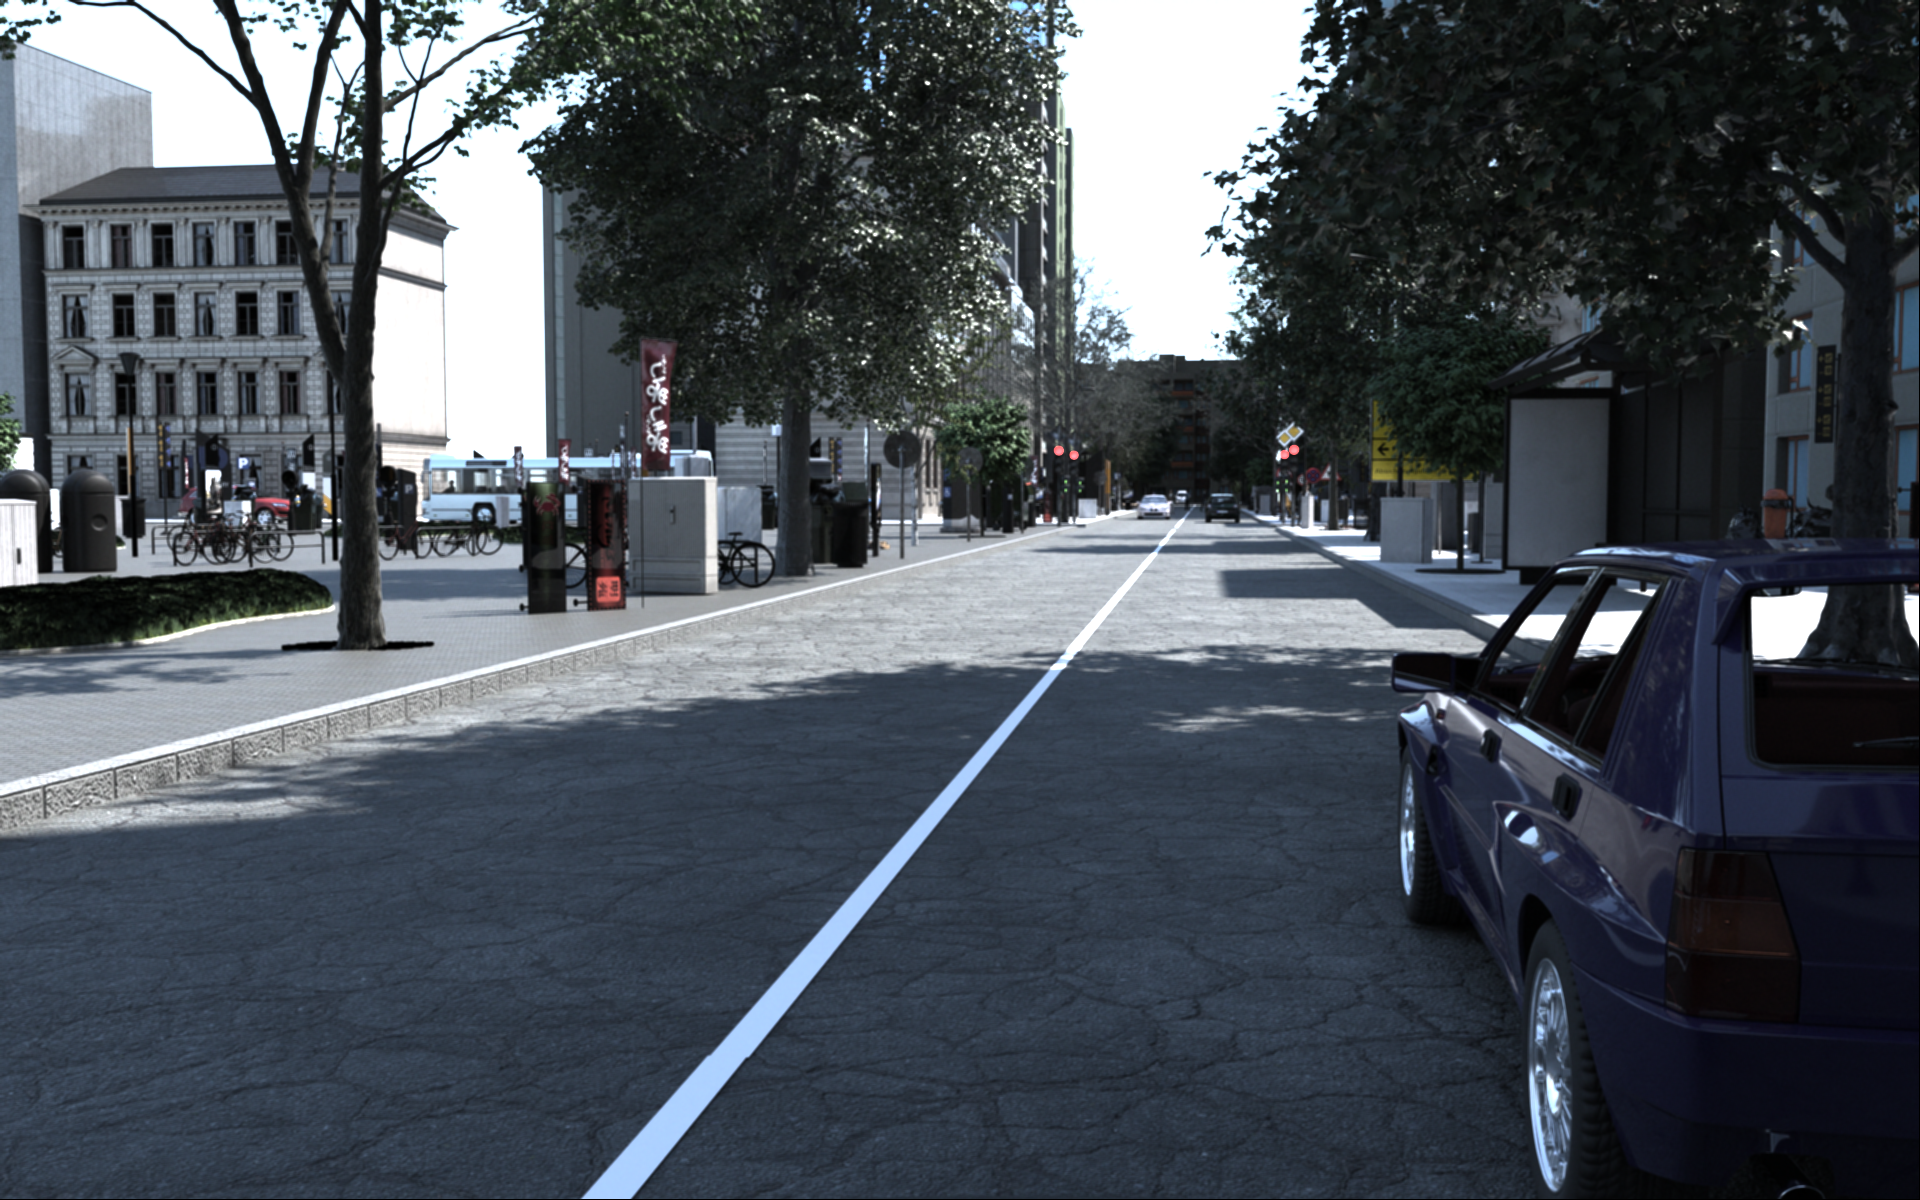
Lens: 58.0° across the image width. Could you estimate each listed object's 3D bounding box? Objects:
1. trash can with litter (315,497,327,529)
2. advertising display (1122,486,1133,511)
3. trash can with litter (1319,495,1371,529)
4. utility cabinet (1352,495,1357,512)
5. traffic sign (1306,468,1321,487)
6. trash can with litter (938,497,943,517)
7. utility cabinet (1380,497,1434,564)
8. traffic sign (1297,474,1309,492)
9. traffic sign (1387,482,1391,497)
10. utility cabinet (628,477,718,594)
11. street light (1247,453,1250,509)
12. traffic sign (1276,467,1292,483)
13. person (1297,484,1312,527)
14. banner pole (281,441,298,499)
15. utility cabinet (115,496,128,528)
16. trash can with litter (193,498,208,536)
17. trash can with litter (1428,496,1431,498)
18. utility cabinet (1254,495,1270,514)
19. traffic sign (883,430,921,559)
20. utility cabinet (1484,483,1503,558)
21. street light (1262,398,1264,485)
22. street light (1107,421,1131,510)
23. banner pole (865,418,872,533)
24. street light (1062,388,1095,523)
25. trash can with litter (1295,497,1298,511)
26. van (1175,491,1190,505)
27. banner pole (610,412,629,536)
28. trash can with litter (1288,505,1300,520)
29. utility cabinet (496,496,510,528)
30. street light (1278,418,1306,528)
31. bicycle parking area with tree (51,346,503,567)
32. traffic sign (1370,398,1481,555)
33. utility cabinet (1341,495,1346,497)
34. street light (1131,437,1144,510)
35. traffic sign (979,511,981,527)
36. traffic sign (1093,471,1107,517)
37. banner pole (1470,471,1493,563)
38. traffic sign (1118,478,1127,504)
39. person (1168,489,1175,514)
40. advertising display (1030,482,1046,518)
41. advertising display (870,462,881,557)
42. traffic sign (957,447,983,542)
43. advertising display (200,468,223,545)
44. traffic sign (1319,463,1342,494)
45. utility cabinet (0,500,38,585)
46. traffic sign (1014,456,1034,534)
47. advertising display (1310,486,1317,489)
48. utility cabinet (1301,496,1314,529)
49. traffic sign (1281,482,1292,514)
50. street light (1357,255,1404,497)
[{"bbox_3d":[-23.726,-3.194,63.614,0.624,1.170,1.055,0,3,0],"label":"trash can with litter"},{"bbox_3d":[12.975,-7.887,134.172,0.974,1.923,0.123,-1,4,-22],"label":"advertising display"},{"bbox_3d":[14.629,-3.351,65.840,1.678,1.210,2.233,0,4,1],"label":"trash can with litter"},{"bbox_3d":[28.934,-7.085,127.008,0.306,1.237,1.020,1,4,17],"label":"utility cabinet"},{"bbox_3d":[17.030,-5.105,83.568,0.768,2.556,0.104,1,4,13],"label":"traffic sign"},{"bbox_3d":[-0.421,-4.029,77.263,0.624,1.170,1.055,3,5,43],"label":"trash can with litter"},{"bbox_3d":[8.327,-1.293,32.296,0.306,1.237,1.020,-3,4,-36],"label":"utility cabinet"},{"bbox_3d":[21.338,-6.581,107.703,0.768,2.556,0.104,1,4,16],"label":"traffic sign"},{"bbox_3d":[9.763,-2.403,39.391,0.768,2.556,0.104,1,4,10],"label":"traffic sign"},{"bbox_3d":[-3.696,-0.830,22.249,1.173,1.500,0.318,2,4,25],"label":"utility cabinet"},{"bbox_3d":[19.788,-8.798,116.393,1.470,5.913,1.316,0,4,8],"label":"street light"},{"bbox_3d":[14.707,-4.796,78.517,0.768,2.556,0.104,1,4,17],"label":"traffic sign"},{"bbox_3d":[14.093,-3.810,70.764,0.622,1.834,0.822,0,4,-7],"label":"person"},{"bbox_3d":[-31.953,-5.652,82.435,0.863,3.779,0.401,0,4,-2],"label":"banner pole"},{"bbox_3d":[-32.141,-3.342,65.801,0.306,1.237,1.020,3,4,36],"label":"utility cabinet"},{"bbox_3d":[-22.820,-2.511,52.442,0.624,1.170,1.055,-3,4,-38],"label":"trash can with litter"},{"bbox_3d":[22.431,-4.374,82.575,1.678,1.210,2.233,-3,5,-42],"label":"trash can with litter"},{"bbox_3d":[20.564,-6.565,118.497,0.306,1.237,1.020,-2,4,-34],"label":"utility cabinet"},{"bbox_3d":[-1.151,-2.095,34.366,0.768,2.556,0.104,1,4,10],"label":"traffic sign"},{"bbox_3d":[10.938,-1.563,34.232,1.173,1.500,0.318,0,4,4],"label":"utility cabinet"},{"bbox_3d":[15.042,-6.795,83.634,1.470,5.913,1.316,0,4,8],"label":"street light"},{"bbox_3d":[9.782,-8.324,108.638,1.470,5.913,1.316,0,4,8],"label":"street light"},{"bbox_3d":[-3.070,-4.112,57.251,0.401,3.779,0.863,-1,4,-14],"label":"banner pole"},{"bbox_3d":[5.185,-6.319,75.858,1.470,5.913,1.316,0,4,8],"label":"street light"},{"bbox_3d":[24.921,-7.141,128.149,1.055,1.170,0.624,-2,4,-27],"label":"trash can with litter"},{"bbox_3d":[28.796,-13.286,224.241,2.013,2.044,4.112,0,4,8],"label":"van"},{"bbox_3d":[-10.301,-3.864,53.187,0.401,3.779,0.863,-2,4,-30],"label":"banner pole"},{"bbox_3d":[17.418,-4.675,87.494,1.678,1.210,2.233,2,4,28],"label":"trash can with litter"},{"bbox_3d":[-16.944,-3.244,64.204,0.306,1.237,1.020,-2,4,-26],"label":"utility cabinet"},{"bbox_3d":[12.666,-5.739,66.366,1.470,5.913,1.316,0,4,8],"label":"street light"},{"bbox_3d":[-14.352,-2.898,34.384,8.231,4.147,9.016,3,4,36],"label":"bicycle parking area with tree"},{"bbox_3d":[9.764,-2.598,36.354,2.265,3.308,0.079,1,4,13],"label":"traffic sign"},{"bbox_3d":[23.992,-6.050,110.080,0.306,1.237,1.020,-3,5,-44],"label":"utility cabinet"},{"bbox_3d":[14.531,-10.381,142.273,1.470,5.913,1.316,0,4,8],"label":"street light"},{"bbox_3d":[0.657,-3.561,58.334,0.768,2.556,0.104,1,4,11],"label":"traffic sign"},{"bbox_3d":[7.773,-5.889,96.393,0.768,2.556,0.104,1,4,14],"label":"traffic sign"},{"bbox_3d":[9.685,-2.560,31.874,0.401,3.779,0.863,0,4,4],"label":"banner pole"},{"bbox_3d":[12.675,-8.258,135.122,0.768,2.556,0.104,1,4,9],"label":"traffic sign"},{"bbox_3d":[15.017,-6.986,123.273,0.519,1.759,0.362,1,4,16],"label":"person"},{"bbox_3d":[4.173,-5.432,94.022,0.974,1.923,0.123,1,4,9],"label":"advertising display"},{"bbox_3d":[-1.733,-1.867,35.739,0.123,1.923,0.974,0,4,3],"label":"advertising display"},{"bbox_3d":[0.236,-2.846,46.645,0.768,2.556,0.104,1,4,15],"label":"traffic sign"},{"bbox_3d":[-18.667,-2.326,43.242,0.123,1.923,0.974,0,4,0],"label":"advertising display"},{"bbox_3d":[14.343,-4.109,67.181,0.884,2.594,0.081,1,4,13],"label":"traffic sign"},{"bbox_3d":[-11.271,-0.557,20.267,0.306,1.237,1.020,1,4,11],"label":"utility cabinet"},{"bbox_3d":[2.024,-3.427,56.138,0.768,2.556,0.104,1,4,10],"label":"traffic sign"},{"bbox_3d":[27.165,-7.814,132.969,0.123,1.923,0.974,3,4,37],"label":"advertising display"},{"bbox_3d":[12.784,-3.216,63.736,0.306,1.237,1.020,1,4,22],"label":"utility cabinet"},{"bbox_3d":[21.269,-6.890,112.653,0.884,2.594,0.081,1,4,14],"label":"traffic sign"},{"bbox_3d":[8.004,-3.734,33.595,1.470,5.913,1.316,0,4,8],"label":"street light"}]
